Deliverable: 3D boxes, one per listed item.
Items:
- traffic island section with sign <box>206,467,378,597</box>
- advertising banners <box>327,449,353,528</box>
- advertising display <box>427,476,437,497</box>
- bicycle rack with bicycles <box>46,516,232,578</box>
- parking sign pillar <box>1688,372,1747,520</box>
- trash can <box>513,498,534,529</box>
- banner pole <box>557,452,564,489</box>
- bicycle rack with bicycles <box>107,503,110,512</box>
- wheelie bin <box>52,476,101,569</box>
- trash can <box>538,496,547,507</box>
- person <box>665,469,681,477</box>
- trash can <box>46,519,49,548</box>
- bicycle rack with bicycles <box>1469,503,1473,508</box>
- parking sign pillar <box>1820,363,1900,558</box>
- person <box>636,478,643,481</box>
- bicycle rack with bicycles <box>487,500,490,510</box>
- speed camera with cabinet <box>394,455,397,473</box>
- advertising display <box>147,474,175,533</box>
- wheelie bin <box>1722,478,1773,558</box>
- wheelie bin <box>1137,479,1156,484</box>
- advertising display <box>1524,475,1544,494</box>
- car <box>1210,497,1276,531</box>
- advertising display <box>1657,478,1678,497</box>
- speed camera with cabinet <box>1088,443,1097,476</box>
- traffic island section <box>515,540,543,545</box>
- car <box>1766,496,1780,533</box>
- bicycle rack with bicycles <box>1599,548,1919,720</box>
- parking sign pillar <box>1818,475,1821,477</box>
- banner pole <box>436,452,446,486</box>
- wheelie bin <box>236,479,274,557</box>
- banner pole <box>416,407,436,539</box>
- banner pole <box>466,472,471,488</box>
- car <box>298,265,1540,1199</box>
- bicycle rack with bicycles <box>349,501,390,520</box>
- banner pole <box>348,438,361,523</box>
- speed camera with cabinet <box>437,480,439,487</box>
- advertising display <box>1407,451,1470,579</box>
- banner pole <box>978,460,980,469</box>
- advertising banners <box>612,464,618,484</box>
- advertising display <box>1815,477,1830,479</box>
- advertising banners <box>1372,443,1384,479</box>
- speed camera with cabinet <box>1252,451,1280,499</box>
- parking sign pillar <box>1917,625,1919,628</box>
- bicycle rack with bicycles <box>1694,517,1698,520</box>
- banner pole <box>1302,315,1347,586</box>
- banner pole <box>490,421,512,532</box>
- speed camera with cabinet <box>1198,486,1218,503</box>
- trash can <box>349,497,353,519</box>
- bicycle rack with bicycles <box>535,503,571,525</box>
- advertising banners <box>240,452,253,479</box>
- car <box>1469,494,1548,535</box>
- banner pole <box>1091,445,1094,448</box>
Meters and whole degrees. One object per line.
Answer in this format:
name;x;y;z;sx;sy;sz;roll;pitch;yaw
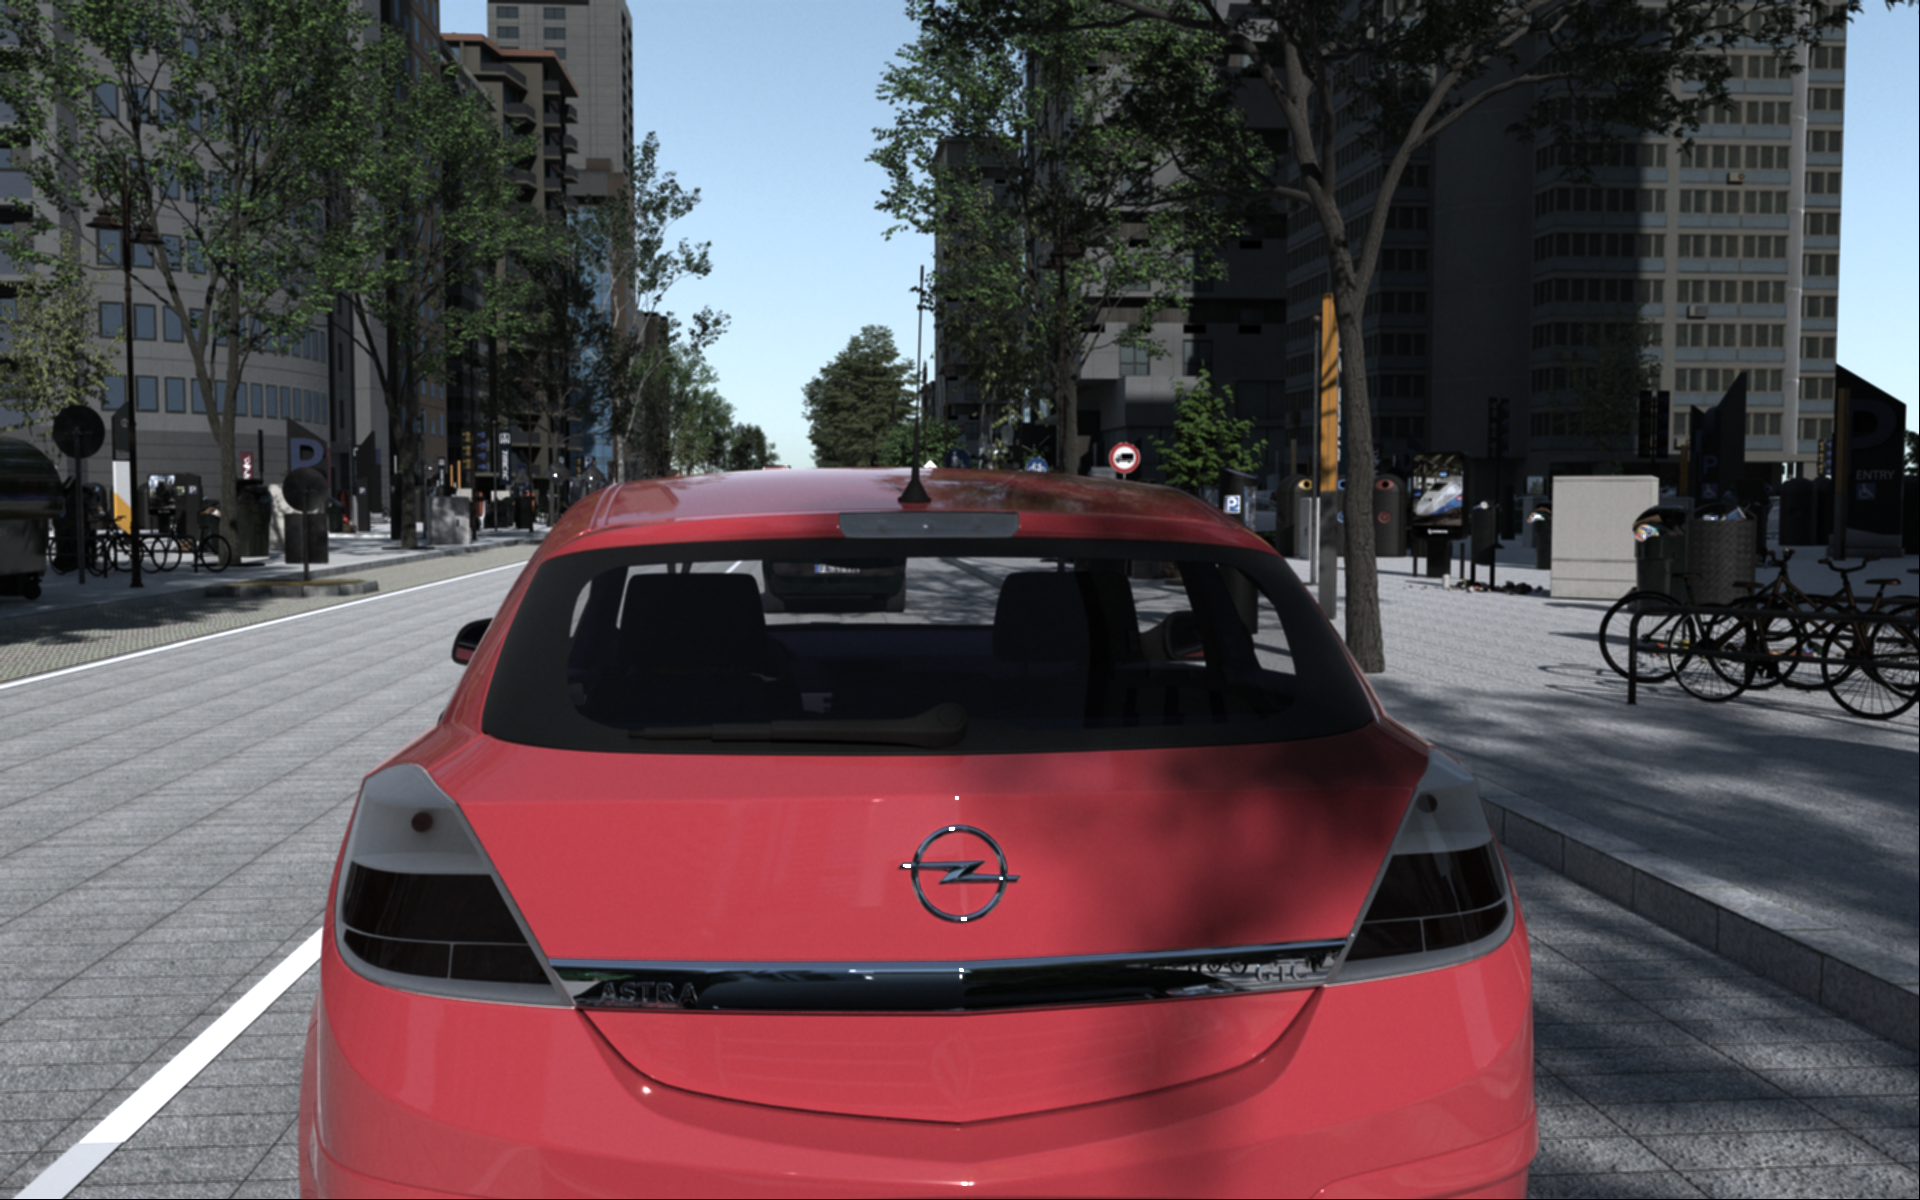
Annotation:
traffic island section with sign;-9.504;-0.994;24.878;1.989;1.847;2.006;0;4;-5
advertising banners;-23.631;-4.293;66.376;2.074;3.025;0.090;-3;5;-45
advertising display;-18.693;-3.424;61.195;0.123;1.923;0.974;0;4;3
bicycle rack with bicycles;-13.663;-0.884;27.833;2.925;0.926;2.852;2;4;23
parking sign pillar;16.768;-3.033;38.068;1.447;3.967;1.447;-3;5;-43
trash can;-15.957;-3.160;63.325;0.748;1.137;0.748;0;3;0
banner pole;-23.797;-6.909;102.972;0.401;3.779;0.863;2;4;28
bicycle rack with bicycles;-32.222;-3.234;66.261;2.925;0.926;2.852;-2;4;-29
wheelie bin;-15.282;-1.349;29.963;0.693;1.594;0.980;-1;4;-11
trash can;-30.281;-6.970;125.619;0.748;1.137;0.748;0;3;0
person;-4.107;-1.023;25.402;0.473;1.802;0.592;2;4;28
trash can;-20.961;-1.684;39.187;0.748;1.137;0.748;0;3;0
bicycle rack with bicycles;36.923;-6.931;126.697;2.852;0.926;2.925;-1;4;-17
parking sign pillar;18.528;-2.867;35.351;1.447;3.967;1.447;2;4;33
person;-7.040;-1.774;37.859;0.623;1.781;0.721;-2;4;-28
bicycle rack with bicycles;-26.441;-5.075;96.365;2.852;0.926;2.925;-1;4;-22
speed camera with cabinet;-28.112;-5.750;88.355;2.038;3.252;0.660;2;4;25
advertising display;-25.925;-3.130;56.397;0.974;1.923;0.123;0;4;0
wheelie bin;15.876;-1.659;35.025;0.980;1.594;0.693;0;4;-1
wheelie bin;3.836;-1.682;35.403;0.693;1.594;0.980;3;4;39
advertising display;19.916;-3.358;60.116;0.974;1.923;0.123;-2;4;-35
car;9.457;-2.617;55.152;4.827;1.381;2.083;0;4;-4
advertising display;28.332;-3.942;69.662;0.974;1.923;0.123;0;4;4
speed camera with cabinet;4.879;-4.404;66.347;0.660;3.252;2.038;3;5;44
traffic island section;-11.603;-1.692;49.940;2.009;0.180;2.903;0;4;-5
car;27.529;-2.810;58.310;4.827;1.381;2.083;0;4;-7
bicycle rack with bicycles;5.330;0.162;10.736;2.852;0.926;2.925;-3;5;-43
parking sign pillar;60.254;-8.168;122.013;1.447;3.967;1.447;2;4;30
banner pole;-30.973;-6.917;103.114;0.401;3.779;0.863;3;5;40
wheelie bin;-14.482;-1.682;35.414;0.693;1.594;0.980;2;4;33
banner pole;-15.377;-3.634;49.440;0.401;3.779;0.863;0;4;-2
banner pole;-21.672;-5.281;76.363;0.401;3.779;0.863;0;4;-1
car;-0.215;0.296;4.196;2.155;1.783;4.494;0;4;-6
bicycle rack with bicycles;-29.359;-4.297;83.644;2.925;0.926;2.852;2;4;35
banner pole;-27.162;-5.366;77.746;0.863;3.779;0.401;1;4;21
speed camera with cabinet;-32.253;-6.981;108.469;2.038;3.252;0.660;-1;4;-13
advertising display;7.308;-1.296;26.399;0.123;1.923;0.974;-3;5;-39
banner pole;1.622;-8.427;127.790;0.863;3.779;0.401;1;4;20
advertising banners;-20.976;-6.507;102.579;2.074;3.025;0.090;2;4;30
advertising display;33.095;-3.750;66.526;0.123;1.923;0.974;0;4;1
advertising banners;13.577;-3.895;59.866;2.074;3.025;0.090;1;4;13
speed camera with cabinet;13.288;-5.078;77.360;0.660;3.252;2.038;-2;4;-25
parking sign pillar;9.847;-1.697;16.223;1.447;3.967;1.447;-3;5;-45
bicycle rack with bicycles;20.064;-2.254;50.238;2.852;0.926;2.925;-1;4;-19
banner pole;5.177;-2.106;24.442;0.863;3.779;0.401;-2;4;-32
banner pole;-15.636;-4.221;59.030;0.863;3.779;0.401;1;4;14
speed camera with cabinet;9.510;-4.336;65.233;0.660;3.252;2.038;0;4;-7
trash can;-30.138;-4.533;85.774;0.748;1.137;0.748;0;3;0
bicycle rack with bicycles;-16.718;-3.698;73.849;2.925;0.926;2.852;-1;4;-18
advertising banners;-28.704;-4.614;71.631;2.074;3.025;0.090;0;4;-1
car;18.400;-2.776;57.193;4.920;1.459;2.131;0;4;-5
banner pole;7.022;-6.055;89.013;0.863;3.779;0.401;2;4;28
